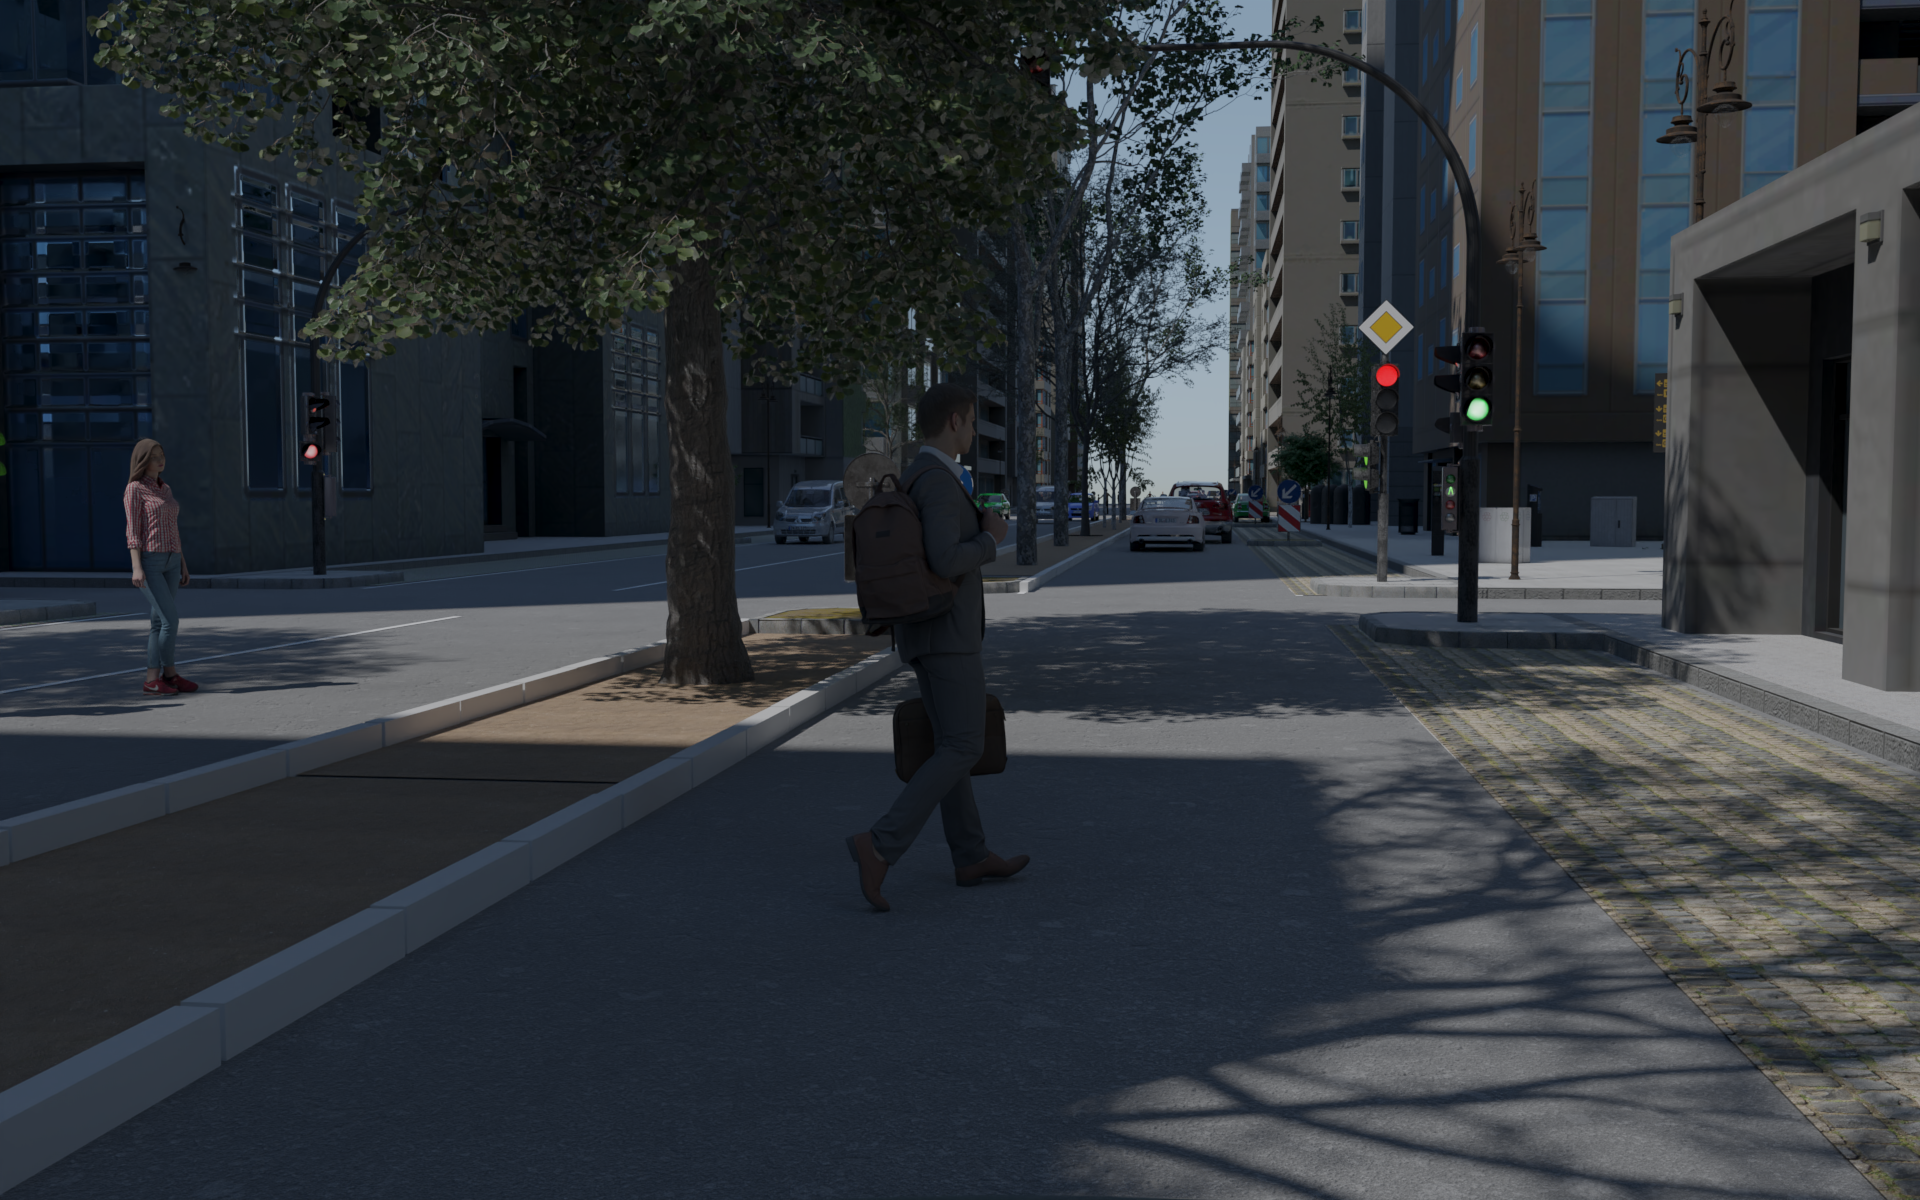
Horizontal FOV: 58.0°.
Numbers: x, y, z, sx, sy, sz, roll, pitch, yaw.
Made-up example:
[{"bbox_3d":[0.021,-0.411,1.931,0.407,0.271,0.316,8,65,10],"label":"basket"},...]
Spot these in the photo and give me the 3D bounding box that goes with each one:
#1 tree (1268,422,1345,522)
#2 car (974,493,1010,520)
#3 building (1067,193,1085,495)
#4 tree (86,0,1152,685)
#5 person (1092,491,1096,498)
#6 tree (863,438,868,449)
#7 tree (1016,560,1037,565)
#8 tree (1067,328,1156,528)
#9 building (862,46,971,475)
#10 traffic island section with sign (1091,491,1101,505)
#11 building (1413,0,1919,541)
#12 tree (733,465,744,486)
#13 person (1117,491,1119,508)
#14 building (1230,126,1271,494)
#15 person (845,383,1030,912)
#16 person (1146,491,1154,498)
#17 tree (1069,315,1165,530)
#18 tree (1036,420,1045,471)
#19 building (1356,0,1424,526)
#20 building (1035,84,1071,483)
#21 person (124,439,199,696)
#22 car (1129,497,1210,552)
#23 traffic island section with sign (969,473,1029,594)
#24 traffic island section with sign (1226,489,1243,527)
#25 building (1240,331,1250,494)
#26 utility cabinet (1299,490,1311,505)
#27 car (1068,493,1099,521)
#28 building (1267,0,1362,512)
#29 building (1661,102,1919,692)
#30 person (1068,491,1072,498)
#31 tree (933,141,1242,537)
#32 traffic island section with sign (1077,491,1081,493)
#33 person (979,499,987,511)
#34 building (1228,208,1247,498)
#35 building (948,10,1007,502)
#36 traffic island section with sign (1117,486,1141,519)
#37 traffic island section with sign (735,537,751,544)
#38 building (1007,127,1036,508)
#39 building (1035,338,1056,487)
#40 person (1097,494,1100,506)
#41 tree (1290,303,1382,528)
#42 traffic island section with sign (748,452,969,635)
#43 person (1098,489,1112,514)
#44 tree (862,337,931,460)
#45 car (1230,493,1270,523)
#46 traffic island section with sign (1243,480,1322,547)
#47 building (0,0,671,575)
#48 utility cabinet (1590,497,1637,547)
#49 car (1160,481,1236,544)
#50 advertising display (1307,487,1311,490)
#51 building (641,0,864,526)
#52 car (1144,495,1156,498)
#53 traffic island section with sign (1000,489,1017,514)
[{"bbox_3d":[15.746,-5.833,79.076,4.285,4.588,4.351,0,3,0],"label":"tree"},{"bbox_3d":[1.719,-5.349,96.256,1.959,1.807,4.718,1,4,9],"label":"car"},{"bbox_3d":[10.533,-36.620,248.840,14.600,45.320,14.200,0,4,8],"label":"building"},{"bbox_3d":[-1.931,-6.335,12.693,9.857,13.997,8.962,0,3,0],"label":"tree"},{"bbox_3d":[14.465,-11.058,190.024,1.217,1.735,0.721,-3,4,-37],"label":"person"},{"bbox_3d":[-5.756,-6.122,83.810,4.285,4.588,4.351,0,3,0],"label":"tree"},{"bbox_3d":[2.427,-10.689,33.109,12.611,20.169,13.585,0,3,0],"label":"tree"},{"bbox_3d":[6.984,-7.727,79.162,4.737,8.622,4.395,0,3,0],"label":"tree"},{"bbox_3d":[-12.103,-30.495,118.205,23.786,49.044,30.456,0,4,8],"label":"building"},{"bbox_3d":[18.124,-13.826,234.689,1.989,1.847,2.006,0,4,8],"label":"traffic island section with sign"},{"bbox_3d":[21.878,-24.584,52.068,14.600,45.320,14.200,0,4,8],"label":"building"},{"bbox_3d":[-8.607,-4.027,60.438,1.663,3.219,1.824,0,3,0],"label":"tree"},{"bbox_3d":[15.892,-10.099,174.446,0.721,1.723,1.217,0,4,6],"label":"person"},{"bbox_3d":[47.598,-37.078,225.832,23.786,49.044,30.456,0,4,8],"label":"building"},{"bbox_3d":[-0.098,0.138,6.213,0.822,1.834,0.622,-2,4,-29],"label":"person"},{"bbox_3d":[25.526,-13.704,232.501,1.348,1.831,0.705,-2,4,-28],"label":"person"},{"bbox_3d":[6.145,-7.089,68.727,4.360,8.622,3.978,0,3,0],"label":"tree"},{"bbox_3d":[6.705,-13.600,172.724,4.737,8.622,4.395,0,3,0],"label":"tree"},{"bbox_3d":[29.445,-32.909,80.056,21.231,58.520,28.212,0,4,8],"label":"building"},{"bbox_3d":[0.449,-39.128,228.985,28.713,52.752,27.495,0,4,8],"label":"building"},{"bbox_3d":[-5.708,-0.232,12.309,0.388,1.821,0.555,0,4,1],"label":"person"},{"bbox_3d":[5.373,-1.972,44.612,2.083,1.381,4.827,1,4,9],"label":"car"},{"bbox_3d":[-0.042,-1.081,25.817,2.006,1.907,1.989,0,4,8],"label":"traffic island section with sign"},{"bbox_3d":[12.613,-4.040,74.679,1.989,1.847,2.006,0,4,8],"label":"traffic island section with sign"},{"bbox_3d":[46.127,-21.465,195.986,27.650,21.520,28.899,0,4,8],"label":"building"},{"bbox_3d":[19.587,-5.433,97.504,1.173,1.500,0.318,2,4,27],"label":"utility cabinet"},{"bbox_3d":[6.460,-5.056,92.256,1.945,1.707,3.694,1,4,10],"label":"car"},{"bbox_3d":[30.887,-29.720,109.626,21.300,48.544,21.600,0,4,8],"label":"building"},{"bbox_3d":[15.467,-34.537,2.938,20.563,71.187,20.611,0,4,8],"label":"building"},{"bbox_3d":[11.256,-10.279,177.224,0.621,1.740,0.551,1,4,11],"label":"person"},{"bbox_3d":[4.229,-8.903,58.393,12.009,13.543,11.850,0,3,0],"label":"tree"},{"bbox_3d":[14.384,-12.155,207.363,1.989,1.847,2.006,0,4,8],"label":"traffic island section with sign"},{"bbox_3d":[1.361,-4.818,92.779,0.738,1.151,1.012,3,4,39],"label":"person"},{"bbox_3d":[45.713,-34.567,248.763,14.154,41.232,14.086,0,4,8],"label":"building"},{"bbox_3d":[-7.816,-31.845,144.362,21.300,48.544,21.600,0,4,8],"label":"building"},{"bbox_3d":[10.126,-5.635,100.267,2.006,1.907,1.989,0,4,8],"label":"traffic island section with sign"},{"bbox_3d":[-7.122,-2.534,50.052,1.989,1.847,2.006,0,4,8],"label":"traffic island section with sign"},{"bbox_3d":[-0.496,-29.302,162.681,14.154,41.232,14.086,0,4,8],"label":"building"},{"bbox_3d":[-2.729,-21.790,201.302,27.650,21.520,28.899,0,4,8],"label":"building"},{"bbox_3d":[13.211,-9.402,165.477,0.557,1.426,1.065,1,4,10],"label":"person"},{"bbox_3d":[14.806,-7.066,65.887,4.737,8.622,4.395,0,3,0],"label":"tree"},{"bbox_3d":[-1.055,-0.633,18.479,2.006,1.907,1.989,0,4,8],"label":"traffic island section with sign"},{"bbox_3d":[10.316,-6.973,122.513,1.348,1.823,0.705,-2,4,-27],"label":"person"},{"bbox_3d":[-3.917,-9.731,93.522,7.601,10.594,8.767,0,4,1],"label":"tree"},{"bbox_3d":[14.687,-4.825,87.678,1.959,1.807,4.718,0,4,6],"label":"car"},{"bbox_3d":[8.965,-2.406,47.971,1.989,1.847,2.006,0,4,8],"label":"traffic island section with sign"},{"bbox_3d":[-20.774,-44.586,41.652,22.319,86.520,31.000,0,4,8],"label":"building"},{"bbox_3d":[15.886,-1.894,42.124,1.020,1.237,0.306,3,5,41],"label":"utility cabinet"},{"bbox_3d":[7.097,-2.633,51.718,2.281,1.827,5.304,1,4,8],"label":"car"},{"bbox_3d":[19.973,-5.760,99.390,0.123,1.923,0.974,0,4,1],"label":"advertising display"},{"bbox_3d":[-12.191,-23.794,72.634,14.154,41.232,14.086,0,4,8],"label":"building"},{"bbox_3d":[27.363,-14.408,248.157,1.945,1.354,3.894,1,4,8],"label":"car"},{"bbox_3d":[3.267,-7.184,126.087,1.989,1.847,2.006,0,4,8],"label":"traffic island section with sign"}]
